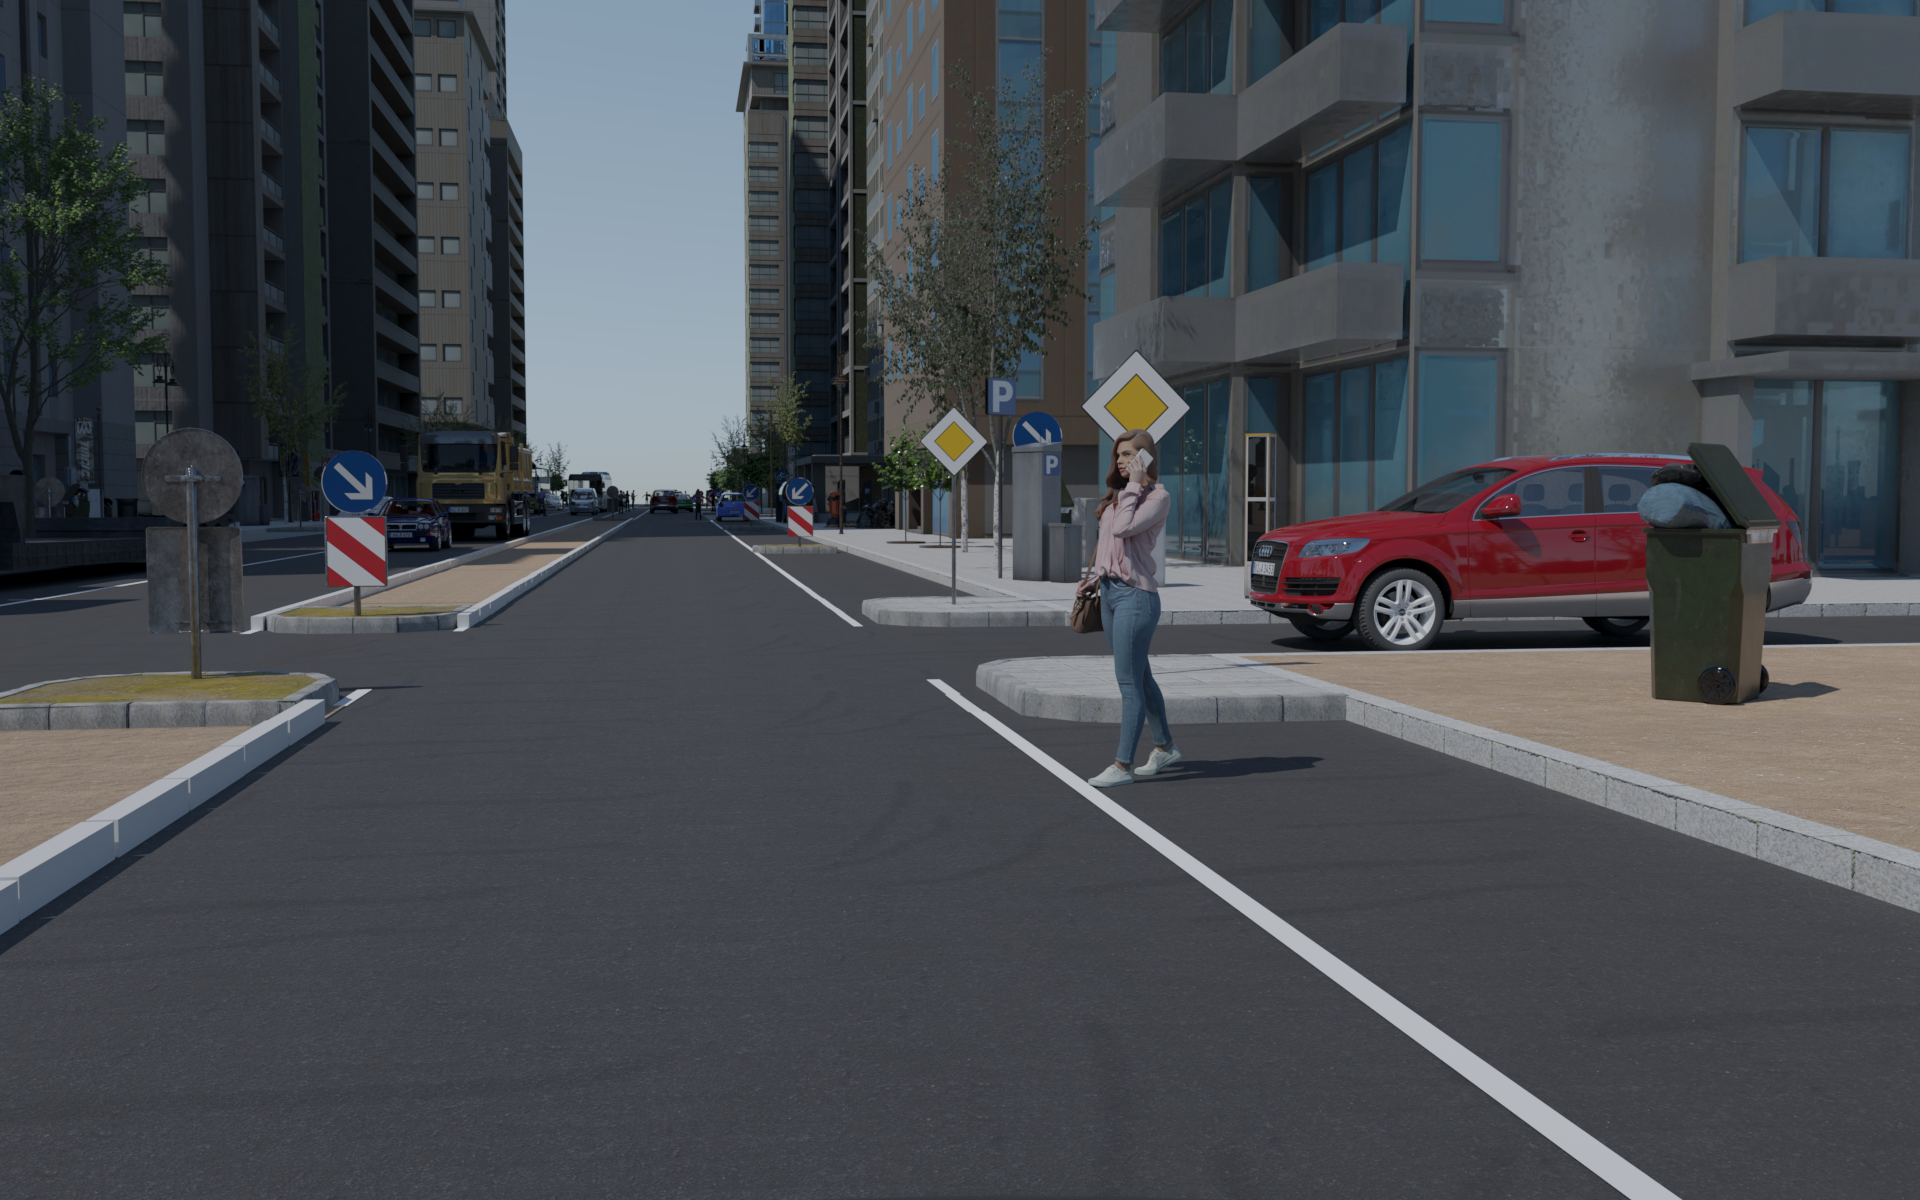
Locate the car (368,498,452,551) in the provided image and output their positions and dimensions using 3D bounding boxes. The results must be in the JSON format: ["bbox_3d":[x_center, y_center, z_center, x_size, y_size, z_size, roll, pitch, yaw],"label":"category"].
[{"bbox_3d":[-14.113,-1.952,44.491,1.945,1.354,3.894,-1,4,-10],"label":"car"}]

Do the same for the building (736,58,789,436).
[{"bbox_3d":[-12.078,-37.961,209.903,28.713,52.752,27.495,-1,4,-9],"label":"building"}]

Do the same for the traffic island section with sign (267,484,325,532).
[{"bbox_3d":[-25.124,-3.499,65.835,1.989,1.847,2.006,-1,4,-9],"label":"traffic island section with sign"}]

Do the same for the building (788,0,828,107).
[{"bbox_3d":[-5.804,-27.261,129.310,14.154,41.232,14.086,-1,4,-9],"label":"building"}]

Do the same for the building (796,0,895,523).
[{"bbox_3d":[8.295,-24.045,85.012,32.217,40.220,23.993,-1,4,-9],"label":"building"}]

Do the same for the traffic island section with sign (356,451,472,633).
[{"bbox_3d":[-6.418,-0.648,18.738,2.006,1.907,1.989,-1,4,-9],"label":"traffic island section with sign"}]

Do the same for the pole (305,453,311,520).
[{"bbox_3d":[-31.721,-5.528,84.227,0.158,3.312,0.155,0,3,0],"label":"pole"}]

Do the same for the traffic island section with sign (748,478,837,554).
[{"bbox_3d":[-4.104,-2.082,42.671,1.989,1.847,2.006,-1,4,-9],"label":"traffic island section with sign"}]

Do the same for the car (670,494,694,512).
[{"bbox_3d":[-22.206,-7.907,138.079,1.959,1.807,4.718,-1,4,-11],"label":"car"}]

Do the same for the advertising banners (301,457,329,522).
[{"bbox_3d":[-30.287,-5.206,81.303,0.090,3.025,2.074,1,4,19],"label":"advertising banners"}]

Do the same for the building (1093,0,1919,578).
[{"bbox_3d":[17.775,-25.464,35.941,30.456,49.044,23.786,-1,4,-9],"label":"building"}]

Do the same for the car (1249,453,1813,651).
[{"bbox_3d":[5.390,-0.483,16.576,5.304,1.827,2.281,-1,4,-10],"label":"car"}]

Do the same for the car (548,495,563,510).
[{"bbox_3d":[-36.062,-8.581,152.661,2.083,1.381,4.827,-1,4,-10],"label":"car"}]

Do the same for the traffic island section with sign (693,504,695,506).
[{"bbox_3d":[-29.981,-11.680,199.594,1.989,1.847,2.006,-1,4,-9],"label":"traffic island section with sign"}]

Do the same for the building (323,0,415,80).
[{"bbox_3d":[-50.346,-30.388,120.540,21.300,48.544,21.600,-1,4,-9],"label":"building"}]

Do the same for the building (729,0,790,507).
[{"bbox_3d":[-20.212,-56.541,237.122,22.319,86.520,31.000,-1,4,-9],"label":"building"}]

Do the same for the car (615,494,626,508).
[{"bbox_3d":[-36.036,-10.575,182.685,2.009,1.686,4.222,0,4,-8],"label":"car"}]

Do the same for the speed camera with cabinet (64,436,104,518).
[{"bbox_3d":[-29.653,-3.931,58.605,2.038,3.252,0.660,3,5,44],"label":"speed camera with cabinet"}]

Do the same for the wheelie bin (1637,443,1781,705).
[{"bbox_3d":[4.647,-0.177,10.810,0.693,1.594,0.980,3,5,42],"label":"wheelie bin"}]

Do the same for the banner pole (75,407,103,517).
[{"bbox_3d":[-24.862,-3.644,49.594,0.863,3.779,0.401,-2,4,-33],"label":"banner pole"}]

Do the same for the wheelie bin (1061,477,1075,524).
[{"bbox_3d":[1.347,-1.208,27.662,0.980,1.594,0.693,-3,5,-39],"label":"wheelie bin"}]

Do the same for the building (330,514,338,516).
[{"bbox_3d":[-45.697,-40.397,98.747,20.563,71.187,20.611,-1,4,-9],"label":"building"}]

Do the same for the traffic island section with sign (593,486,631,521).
[{"bbox_3d":[-18.649,-5.183,92.879,2.006,1.907,1.989,-1,4,-9],"label":"traffic island section with sign"}]

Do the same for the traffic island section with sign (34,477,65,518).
[{"bbox_3d":[-20.722,-1.867,39.147,1.989,1.847,2.006,-1,4,-9],"label":"traffic island section with sign"}]

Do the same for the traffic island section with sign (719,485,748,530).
[{"bbox_3d":[-8.482,-3.709,69.269,1.989,1.847,2.006,-1,4,-9],"label":"traffic island section with sign"}]

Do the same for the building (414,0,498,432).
[{"bbox_3d":[-65.307,-36.533,186.546,28.713,52.752,27.495,-1,4,-9],"label":"building"}]

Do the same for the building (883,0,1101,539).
[{"bbox_3d":[5.210,-24.814,55.815,14.600,45.320,14.200,-1,4,-9],"label":"building"}]

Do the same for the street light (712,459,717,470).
[{"bbox_3d":[-30.038,-14.748,213.913,0.468,5.910,1.993,-1,4,-9],"label":"street light"}]

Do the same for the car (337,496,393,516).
[{"bbox_3d":[-20.402,-2.913,59.996,2.083,1.381,4.827,-1,4,-11],"label":"car"}]

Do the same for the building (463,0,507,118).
[{"bbox_3d":[-68.950,-48.521,231.565,20.563,71.187,20.611,-1,4,-9],"label":"building"}]

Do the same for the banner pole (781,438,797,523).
[{"bbox_3d":[-7.597,-5.314,76.903,0.863,3.779,0.401,3,4,37],"label":"banner pole"}]

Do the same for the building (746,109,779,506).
[{"bbox_3d":[-16.148,-30.878,188.447,14.154,41.232,14.086,-1,4,-9],"label":"building"}]

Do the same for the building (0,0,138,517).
[{"bbox_3d":[-40.584,-31.146,51.239,21.231,58.520,28.212,-1,4,-9],"label":"building"}]

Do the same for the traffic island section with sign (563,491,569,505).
[{"bbox_3d":[-51.163,-13.161,223.816,1.989,1.847,2.006,-1,4,-9],"label":"traffic island section with sign"}]

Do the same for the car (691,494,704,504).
[{"bbox_3d":[-36.506,-14.139,240.757,1.945,1.707,3.694,0,4,-8],"label":"car"}]

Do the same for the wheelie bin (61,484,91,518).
[{"bbox_3d":[-26.556,-2.701,52.077,0.693,1.594,0.980,-3,5,-44],"label":"wheelie bin"}]

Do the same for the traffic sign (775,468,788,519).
[{"bbox_3d":[-8.666,-5.189,84.946,0.768,2.556,0.104,0,4,-3],"label":"traffic sign"}]

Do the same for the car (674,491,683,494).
[{"bbox_3d":[-32.308,-11.511,196.874,2.281,1.827,5.304,0,4,-8],"label":"car"}]

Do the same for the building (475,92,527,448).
[{"bbox_3d":[-64.984,-35.955,211.558,21.300,48.544,21.600,-1,4,-9],"label":"building"}]

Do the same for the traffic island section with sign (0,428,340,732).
[{"bbox_3d":[-5.223,-0.201,11.428,2.006,1.907,1.989,-1,4,-9],"label":"traffic island section with sign"}]

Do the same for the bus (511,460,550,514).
[{"bbox_3d":[-31.613,-8.227,126.058,2.896,3.916,12.252,-1,4,-9],"label":"bus"}]

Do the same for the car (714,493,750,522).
[{"bbox_3d":[-12.056,-5.025,91.745,1.945,1.707,3.694,-1,4,-10],"label":"car"}]

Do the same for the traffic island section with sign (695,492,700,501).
[{"bbox_3d":[-21.040,-8.365,145.400,1.989,1.847,2.006,-1,4,-9],"label":"traffic island section with sign"}]

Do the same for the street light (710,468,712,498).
[{"bbox_3d":[-36.149,-17.061,251.736,0.468,5.910,1.993,-1,4,-9],"label":"street light"}]

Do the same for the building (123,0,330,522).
[{"bbox_3d":[-38.808,-24.339,81.544,14.154,41.232,14.086,-1,4,-9],"label":"building"}]

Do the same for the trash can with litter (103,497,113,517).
[{"bbox_3d":[-29.815,-2.993,60.315,0.624,1.170,1.055,-1,4,-21],"label":"trash can with litter"}]

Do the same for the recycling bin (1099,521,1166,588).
[{"bbox_3d":[2.381,-0.697,23.949,0.722,1.027,0.722,-1,4,-18],"label":"recycling bin"}]

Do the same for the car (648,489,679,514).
[{"bbox_3d":[-22.013,-7.336,128.621,2.281,1.827,5.304,-1,4,-11],"label":"car"}]

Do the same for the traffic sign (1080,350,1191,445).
[{"bbox_3d":[1.225,-0.521,12.167,0.795,2.450,0.064,-1,4,-9],"label":"traffic sign"}]

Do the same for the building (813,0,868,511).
[{"bbox_3d":[0.324,-41.199,111.854,20.563,71.187,20.611,-1,4,-9],"label":"building"}]

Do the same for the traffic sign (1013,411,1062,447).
[{"bbox_3d":[1.191,-1.633,26.808,0.768,2.556,0.104,0,4,-3],"label":"traffic sign"}]

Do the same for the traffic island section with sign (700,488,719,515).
[{"bbox_3d":[-16.648,-6.739,118.804,1.989,1.847,2.006,-1,4,-9],"label":"traffic island section with sign"}]

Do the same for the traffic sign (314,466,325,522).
[{"bbox_3d":[-29.335,-4.866,79.661,0.768,2.556,0.104,0,4,-1],"label":"traffic sign"}]

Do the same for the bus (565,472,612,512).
[{"bbox_3d":[-29.307,-8.719,137.407,2.948,3.499,13.247,0,4,-8],"label":"bus"}]

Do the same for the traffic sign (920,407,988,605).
[{"bbox_3d":[-0.074,-1.003,20.046,0.795,2.450,0.064,-1,4,-9],"label":"traffic sign"}]

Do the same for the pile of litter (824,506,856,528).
[{"bbox_3d":[-4.437,-3.225,66.694,1.719,0.858,1.176,-1,4,-10],"label":"pile of litter"}]
